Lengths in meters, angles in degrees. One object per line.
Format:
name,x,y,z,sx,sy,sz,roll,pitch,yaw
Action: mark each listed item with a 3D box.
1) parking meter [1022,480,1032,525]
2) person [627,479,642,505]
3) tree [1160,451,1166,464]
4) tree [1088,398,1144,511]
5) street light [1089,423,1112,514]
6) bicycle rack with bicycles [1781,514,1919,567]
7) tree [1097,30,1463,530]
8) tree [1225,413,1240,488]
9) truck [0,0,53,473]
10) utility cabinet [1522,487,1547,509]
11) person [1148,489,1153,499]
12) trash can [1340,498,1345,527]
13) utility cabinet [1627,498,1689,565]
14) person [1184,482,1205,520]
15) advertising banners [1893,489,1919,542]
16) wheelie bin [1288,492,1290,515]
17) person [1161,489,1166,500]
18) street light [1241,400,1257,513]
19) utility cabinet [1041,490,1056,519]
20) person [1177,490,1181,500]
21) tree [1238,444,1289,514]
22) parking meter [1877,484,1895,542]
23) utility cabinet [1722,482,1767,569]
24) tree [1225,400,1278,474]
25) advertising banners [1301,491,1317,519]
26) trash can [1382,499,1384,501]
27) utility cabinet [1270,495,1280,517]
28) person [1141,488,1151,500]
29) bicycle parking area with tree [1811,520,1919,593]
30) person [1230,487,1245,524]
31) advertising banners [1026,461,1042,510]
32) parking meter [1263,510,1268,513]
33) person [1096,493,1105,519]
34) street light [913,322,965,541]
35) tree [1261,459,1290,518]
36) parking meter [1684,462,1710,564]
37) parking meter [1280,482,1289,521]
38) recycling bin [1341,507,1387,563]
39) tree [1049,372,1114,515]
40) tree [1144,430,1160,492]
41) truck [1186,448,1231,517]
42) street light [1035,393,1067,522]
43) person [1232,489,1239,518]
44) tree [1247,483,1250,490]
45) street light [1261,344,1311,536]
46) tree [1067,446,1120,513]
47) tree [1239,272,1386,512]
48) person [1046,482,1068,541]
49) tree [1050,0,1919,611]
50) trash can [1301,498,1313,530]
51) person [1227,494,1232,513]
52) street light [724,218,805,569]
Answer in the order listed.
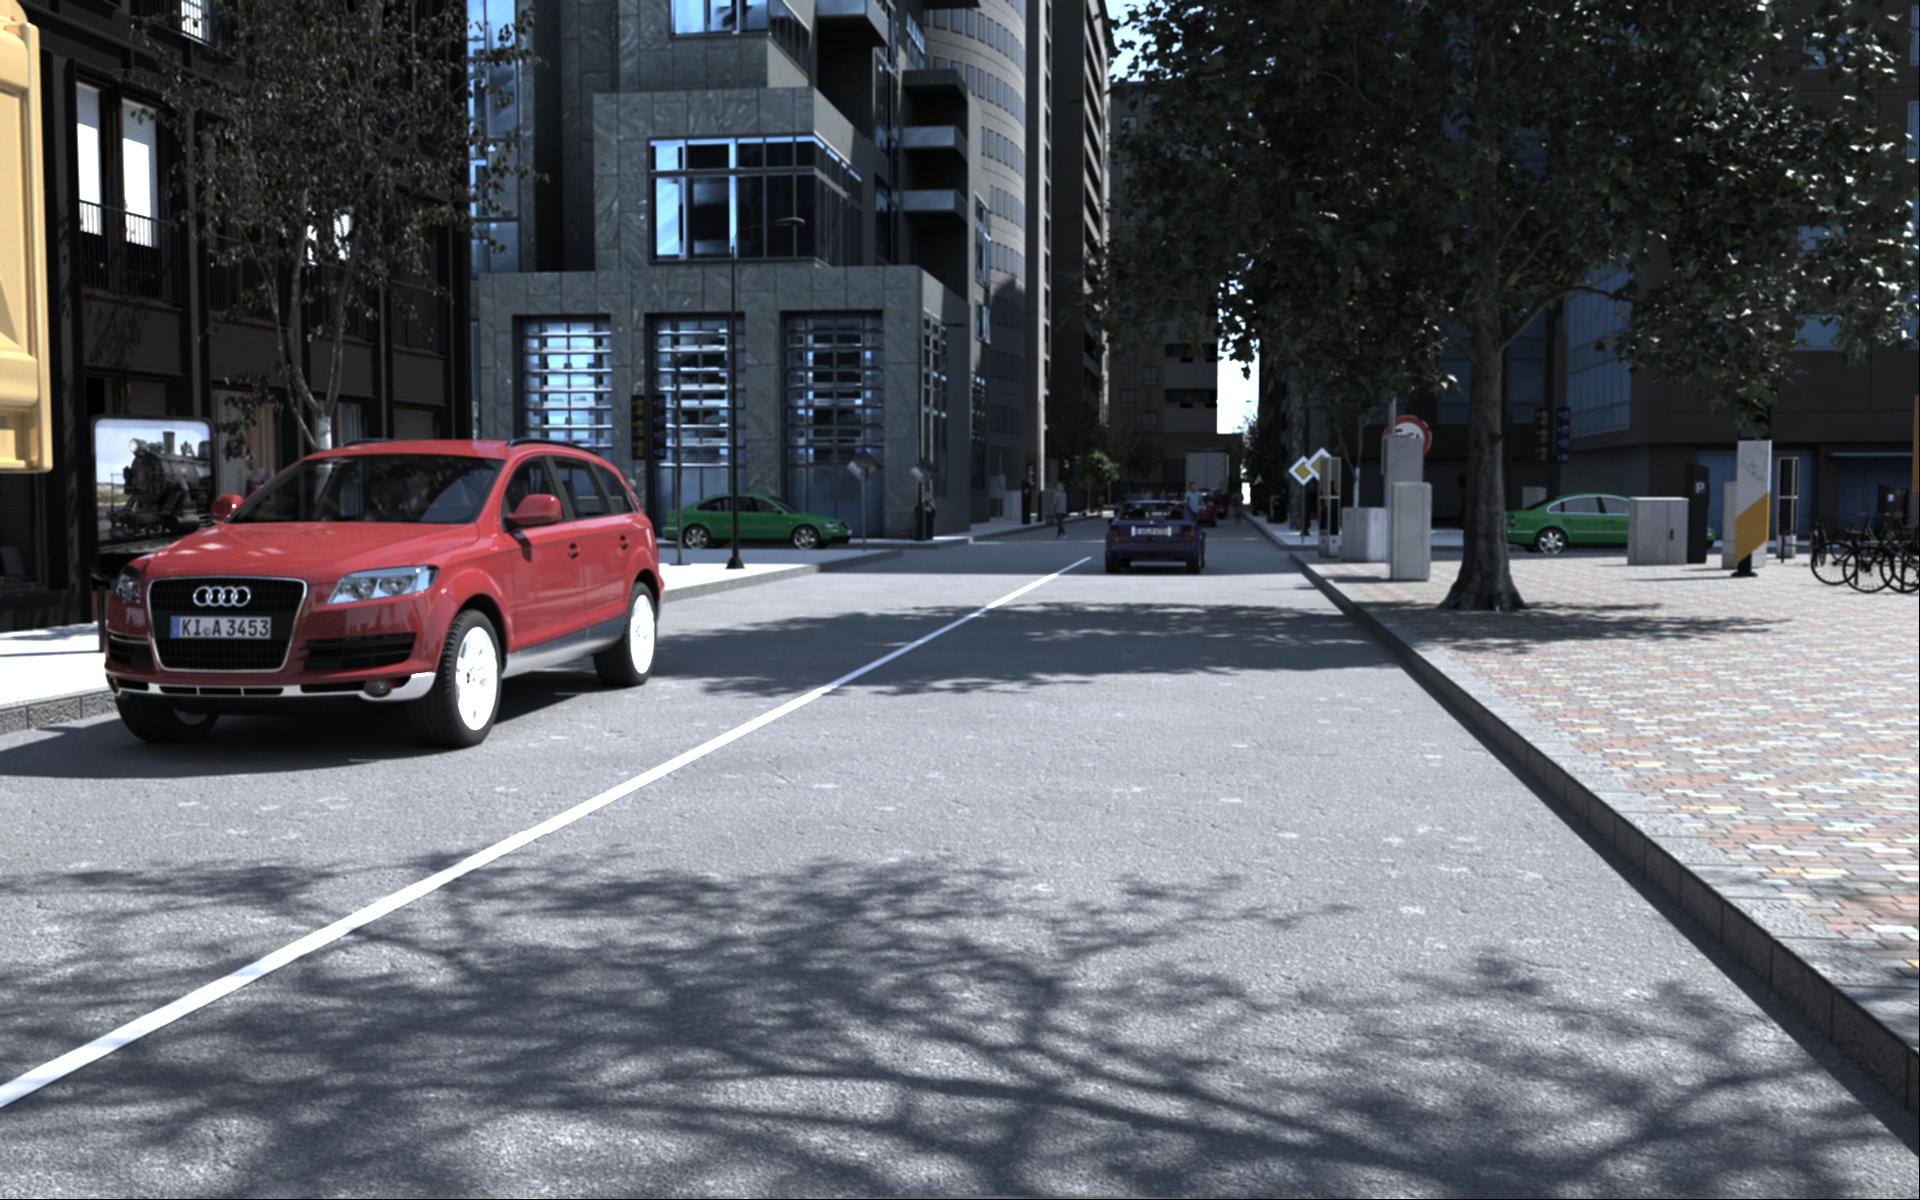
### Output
parking meter,2.802,-4.109,72.888,0.399,1.863,0.255,0,4,-3
person,-8.239,-2.150,43.832,0.526,1.800,0.537,0,4,-3
tree,20.626,-14.914,194.213,4.360,8.622,3.978,0,3,0
tree,11.515,-11.147,132.613,4.360,8.622,3.978,0,3,0
street light,9.130,-8.562,112.532,1.470,5.913,1.316,1,4,8
bicycle rack with bicycles,16.228,-1.101,31.381,2.852,0.926,2.925,1,4,9
tree,10.980,-12.496,60.204,12.611,20.169,13.585,0,3,0
tree,21.738,-10.826,127.360,4.360,8.622,3.978,0,3,0
truck,-5.068,-0.337,1.434,3.469,3.379,9.791,1,4,8
utility cabinet,17.597,-2.714,53.052,0.318,1.500,1.173,0,4,-3
person,13.105,-6.769,119.736,0.480,1.755,0.524,-2,4,-26
trash can,14.527,-3.387,67.034,0.748,1.137,0.748,0,3,0
utility cabinet,12.639,-1.236,31.365,1.020,1.237,0.306,-1,4,-9
person,7.617,-2.932,56.453,0.660,1.820,0.620,-1,4,-12
advertising banners,24.704,-2.933,44.138,0.090,3.025,2.074,-3,4,-39
wheelie bin,20.440,-5.989,105.824,0.980,1.594,0.693,-3,5,-40
person,13.005,-6.182,110.159,0.643,1.750,0.593,0,4,5
street light,14.771,-6.918,85.655,1.470,5.913,1.316,1,4,8
utility cabinet,4.543,-4.772,86.706,0.318,1.500,1.173,-2,4,-35
person,19.818,-9.005,155.686,0.705,1.831,1.348,-1,4,-22
tree,19.591,-7.766,110.694,4.285,4.588,4.351,0,3,0
parking meter,23.477,-2.173,43.946,0.372,1.533,0.369,0,3,0
utility cabinet,13.501,-1.292,29.802,1.173,1.500,0.318,-3,5,-44
tree,22.736,-11.234,134.045,4.737,8.622,4.395,0,3,0
advertising banners,17.778,-5.583,87.462,2.074,3.025,0.090,2,4,33
trash can,11.933,-2.188,47.431,0.748,1.137,0.748,0,3,0
utility cabinet,16.671,-4.927,91.723,0.306,1.237,1.020,2,4,26
person,10.363,-5.341,96.096,0.793,1.790,0.793,-1,4,-16
bicycle parking area with tree,15.160,-2.033,20.234,9.016,4.147,8.231,1,4,23
person,13.405,-4.571,83.587,0.716,1.782,0.532,0,4,-7
advertising banners,4.510,-5.852,91.860,2.074,3.025,0.090,0,4,-1
parking meter,20.531,-6.593,116.203,0.372,1.533,0.369,0,3,0
person,7.907,-5.309,97.891,0.523,1.515,0.503,2,4,32
street light,-0.552,-4.557,47.045,1.470,5.913,1.316,1,4,8
tree,17.568,-6.139,94.970,1.663,3.219,1.824,0,3,0
parking meter,13.574,-1.604,31.939,0.399,1.863,0.255,-1,4,-9
parking meter,15.249,-4.635,81.496,0.399,1.863,0.255,1,4,18
recycling bin,7.685,-1.229,32.642,0.722,1.027,0.722,-2,4,-34
tree,7.204,-9.400,104.058,4.737,8.622,4.395,0,3,0
tree,16.872,-13.428,169.915,4.360,8.622,3.978,0,3,0
truck,16.082,-7.539,112.182,2.839,4.237,11.283,1,4,10
street light,4.199,-6.553,79.686,1.470,5.913,1.316,1,4,8
person,16.776,-5.863,105.198,0.563,1.720,0.643,1,4,18
tree,26.668,-9.778,154.472,1.663,3.219,1.824,0,3,0
street light,10.041,-4.922,53.011,1.470,5.913,1.316,1,4,8
tree,9.143,-8.378,120.693,4.285,4.588,4.351,0,3,0
tree,10.765,-5.962,47.849,4.360,8.622,3.978,0,3,0
person,3.032,-2.736,53.408,0.709,1.800,0.728,-3,4,-38
tree,5.782,-6.247,19.147,9.611,12.733,9.660,0,3,0
trash can,12.394,-3.124,62.739,0.748,1.137,0.748,0,3,0
person,19.910,-7.375,129.814,1.217,1.736,0.721,0,4,3
street light,-3.309,-3.476,29.375,1.470,5.913,1.316,1,4,8
